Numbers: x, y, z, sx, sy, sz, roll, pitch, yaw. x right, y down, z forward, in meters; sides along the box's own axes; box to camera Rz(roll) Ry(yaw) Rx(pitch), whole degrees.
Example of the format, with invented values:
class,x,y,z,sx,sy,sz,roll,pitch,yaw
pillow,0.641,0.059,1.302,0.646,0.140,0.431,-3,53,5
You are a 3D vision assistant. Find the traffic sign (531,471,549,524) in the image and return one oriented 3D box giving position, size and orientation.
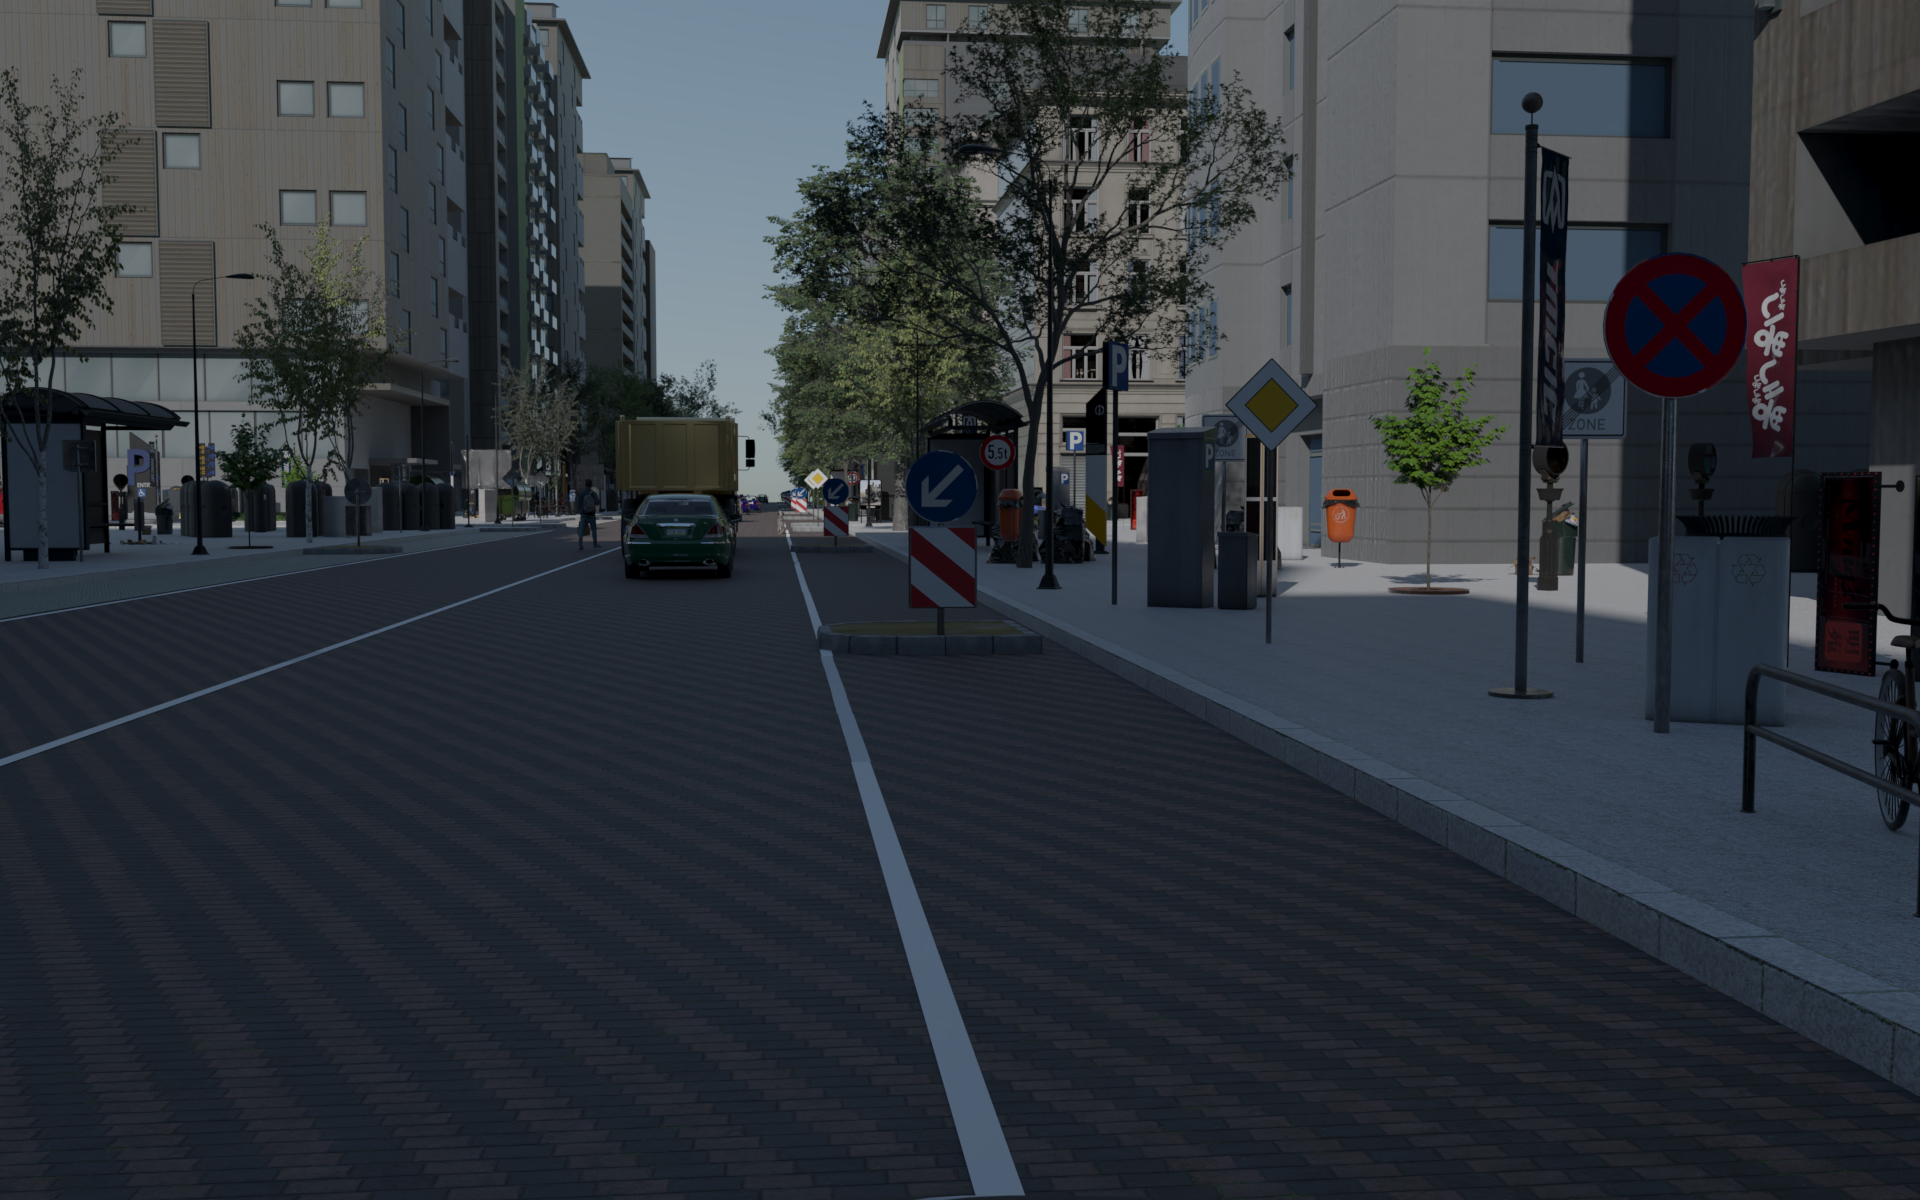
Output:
class,x,y,z,sx,sy,sz,roll,pitch,yaw
traffic sign,-18.037,-4.331,74.449,0.795,2.450,0.064,0,4,-6

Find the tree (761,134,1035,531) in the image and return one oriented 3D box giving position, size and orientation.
class,x,y,z,sx,sy,sz,roll,pitch,yaw
tree,-2.150,-9.389,60.163,9.857,13.997,8.962,0,3,0

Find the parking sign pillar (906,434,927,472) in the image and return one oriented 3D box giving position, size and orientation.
class,x,y,z,sx,sy,sz,roll,pitch,yaw
parking sign pillar,-1.583,-4.801,66.965,1.447,3.967,1.447,1,4,15

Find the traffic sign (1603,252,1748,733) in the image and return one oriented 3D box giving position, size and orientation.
class,x,y,z,sx,sy,sz,roll,pitch,yaw
traffic sign,3.776,-0.559,9.243,0.768,2.556,0.104,0,4,-1

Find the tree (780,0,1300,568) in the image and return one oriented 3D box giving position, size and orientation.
class,x,y,z,sx,sy,sz,roll,pitch,yaw
tree,1.165,-5.815,29.487,8.767,10.594,7.601,-1,4,-11

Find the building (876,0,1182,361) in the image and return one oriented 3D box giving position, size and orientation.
class,x,y,z,sx,sy,sz,roll,pitch,yaw
building,6.410,-36.252,181.966,28.713,52.752,27.495,0,4,-6

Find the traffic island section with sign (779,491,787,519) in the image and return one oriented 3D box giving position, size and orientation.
class,x,y,z,sx,sy,sz,roll,pitch,yaw
traffic island section with sign,-9.157,-5.496,98.486,1.989,1.847,2.006,0,4,-6

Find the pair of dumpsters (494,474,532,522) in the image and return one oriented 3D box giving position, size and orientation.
class,x,y,z,sx,sy,sz,roll,pitch,yaw
pair of dumpsters,-21.443,-4.886,82.384,1.574,2.255,4.437,0,4,-6

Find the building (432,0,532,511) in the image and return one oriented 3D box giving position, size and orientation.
class,x,y,z,sx,sy,sz,roll,pitch,yaw
building,-41.020,-27.419,131.895,14.154,41.232,14.086,0,4,-6

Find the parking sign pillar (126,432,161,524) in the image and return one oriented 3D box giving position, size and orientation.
class,x,y,z,sx,sy,sz,roll,pitch,yaw
parking sign pillar,-35.275,-5.283,74.845,1.447,3.967,1.447,0,4,6

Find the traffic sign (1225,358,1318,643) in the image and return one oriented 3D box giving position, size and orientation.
class,x,y,z,sx,sy,sz,roll,pitch,yaw
traffic sign,2.652,-0.835,14.831,0.795,2.450,0.064,0,4,-4

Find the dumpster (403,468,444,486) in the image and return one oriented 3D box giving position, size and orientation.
class,x,y,z,sx,sy,sz,roll,pitch,yaw
dumpster,-20.082,-3.813,64.842,1.502,2.255,1.985,0,4,-6

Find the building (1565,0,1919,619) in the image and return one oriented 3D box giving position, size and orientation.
class,x,y,z,sx,sy,sz,roll,pitch,yaw
building,15.270,-14.894,15.225,14.160,30.474,14.107,0,4,-6

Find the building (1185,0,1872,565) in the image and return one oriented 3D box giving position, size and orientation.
class,x,y,z,sx,sy,sz,roll,pitch,yaw
building,16.763,-30.749,44.753,21.231,58.520,28.212,0,4,-6

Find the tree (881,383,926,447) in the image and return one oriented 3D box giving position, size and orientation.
class,x,y,z,sx,sy,sz,roll,pitch,yaw
tree,-3.300,-9.582,107.028,4.360,8.622,3.978,0,3,0

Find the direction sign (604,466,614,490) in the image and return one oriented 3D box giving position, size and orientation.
class,x,y,z,sx,sy,sz,roll,pitch,yaw
direction sign,-28.147,-8.979,138.807,0.876,3.537,0.379,-1,4,-14

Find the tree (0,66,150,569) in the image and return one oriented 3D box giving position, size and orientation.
class,x,y,z,sx,sy,sz,roll,pitch,yaw
tree,-15.975,-4.844,29.570,4.360,8.622,3.978,0,3,0

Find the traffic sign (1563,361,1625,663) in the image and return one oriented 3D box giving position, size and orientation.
class,x,y,z,sx,sy,sz,roll,pitch,yaw
traffic sign,4.718,-0.672,13.119,0.606,2.300,0.079,0,4,-2

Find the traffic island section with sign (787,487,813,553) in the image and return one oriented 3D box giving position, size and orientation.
class,x,y,z,sx,sy,sz,roll,pitch,yaw
traffic island section with sign,-3.231,-2.115,43.211,1.989,1.847,2.006,0,4,-6

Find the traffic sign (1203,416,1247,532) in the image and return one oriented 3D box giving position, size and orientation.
class,x,y,z,sx,sy,sz,roll,pitch,yaw
traffic sign,3.395,-1.234,22.298,0.606,2.300,0.079,0,4,-6

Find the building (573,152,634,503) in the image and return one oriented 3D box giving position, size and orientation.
class,x,y,z,sx,sy,sz,roll,pitch,yaw
building,-58.315,-38.182,247.984,21.300,48.544,21.600,0,4,-6

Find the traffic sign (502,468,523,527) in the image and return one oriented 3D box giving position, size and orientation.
class,x,y,z,sx,sy,sz,roll,pitch,yaw
traffic sign,-17.185,-3.845,66.510,0.795,2.450,0.064,0,4,-6

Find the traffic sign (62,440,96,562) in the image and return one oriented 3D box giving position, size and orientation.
class,x,y,z,sx,sy,sz,roll,pitch,yaw
traffic sign,-16.611,-1.869,32.683,0.606,2.300,0.079,0,4,-3

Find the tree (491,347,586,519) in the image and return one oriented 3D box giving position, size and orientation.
class,x,y,z,sx,sy,sz,roll,pitch,yaw
tree,-21.930,-8.416,87.970,4.360,8.622,3.978,0,3,0

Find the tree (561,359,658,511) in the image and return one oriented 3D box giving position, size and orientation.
class,x,y,z,sx,sy,sz,roll,pitch,yaw
tree,-26.830,-12.752,134.250,9.928,11.665,9.643,0,3,0

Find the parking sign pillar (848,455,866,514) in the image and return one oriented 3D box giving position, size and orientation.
class,x,y,z,sx,sy,sz,roll,pitch,yaw
parking sign pillar,-6.672,-7.475,110.687,1.447,3.967,1.447,3,5,44

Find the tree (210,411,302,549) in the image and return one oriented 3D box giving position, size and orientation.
class,x,y,z,sx,sy,sz,roll,pitch,yaw
tree,-16.860,-2.826,40.811,1.663,3.219,1.824,0,3,0

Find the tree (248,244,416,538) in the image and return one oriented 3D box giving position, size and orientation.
class,x,y,z,sx,sy,sz,roll,pitch,yaw
tree,-18.024,-6.103,50.145,4.360,8.622,3.978,0,3,0

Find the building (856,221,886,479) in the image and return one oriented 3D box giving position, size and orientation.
class,x,y,z,sx,sy,sz,roll,pitch,yaw
building,-8.465,-35.139,258.120,14.154,41.232,14.086,0,4,-6

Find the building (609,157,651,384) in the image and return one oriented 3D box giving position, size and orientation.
class,x,y,z,sx,sy,sz,roll,pitch,yaw
building,-63.774,-41.803,272.720,28.713,52.752,27.495,0,4,-6

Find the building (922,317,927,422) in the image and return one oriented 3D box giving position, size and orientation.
class,x,y,z,sx,sy,sz,roll,pitch,yaw
building,2.072,-16.971,142.107,10.561,19.102,19.286,0,4,-6

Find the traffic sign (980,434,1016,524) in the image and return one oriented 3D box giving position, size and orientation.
class,x,y,z,sx,sy,sz,roll,pitch,yaw
traffic sign,0.804,-2.258,37.022,0.768,2.556,0.104,0,4,1

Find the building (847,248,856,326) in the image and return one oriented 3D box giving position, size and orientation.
class,x,y,z,sx,sy,sz,roll,pitch,yaw
building,-7.903,-41.352,295.709,23.786,49.044,30.456,0,4,-6

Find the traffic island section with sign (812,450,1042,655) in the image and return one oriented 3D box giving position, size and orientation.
class,x,y,z,sx,sy,sz,roll,pitch,yaw
traffic island section with sign,-0.352,-0.476,16.410,1.989,1.847,2.006,0,4,-6

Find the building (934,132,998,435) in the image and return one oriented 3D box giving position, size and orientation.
class,x,y,z,sx,sy,sz,roll,pitch,yaw
building,5.492,-20.385,120.682,14.401,28.519,23.554,0,4,-6

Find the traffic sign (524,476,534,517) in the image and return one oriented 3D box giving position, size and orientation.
class,x,y,z,sx,sy,sz,roll,pitch,yaw
traffic sign,-23.766,-5.705,95.405,0.606,2.300,0.079,0,4,1

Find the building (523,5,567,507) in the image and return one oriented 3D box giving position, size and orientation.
class,x,y,z,sx,sy,sz,roll,pitch,yaw
building,-50.078,-33.162,161.803,23.786,49.044,30.456,0,4,-6

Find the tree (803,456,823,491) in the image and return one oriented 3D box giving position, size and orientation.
class,x,y,z,sx,sy,sz,roll,pitch,yaw
tree,-11.512,-11.897,144.870,4.360,8.622,3.978,0,3,0

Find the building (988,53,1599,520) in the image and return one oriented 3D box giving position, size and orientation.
class,x,y,z,sx,sy,sz,roll,pitch,yaw
building,17.026,-15.895,93.161,30.059,22.955,16.112,0,4,-6

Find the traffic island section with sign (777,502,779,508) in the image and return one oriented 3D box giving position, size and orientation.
class,x,y,z,sx,sy,sz,roll,pitch,yaw
traffic island section with sign,-12.028,-7.135,125.289,1.989,1.847,2.006,0,4,-6

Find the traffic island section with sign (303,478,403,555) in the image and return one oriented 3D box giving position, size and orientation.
class,x,y,z,sx,sy,sz,roll,pitch,yaw
traffic island section with sign,-14.549,-2.021,41.679,1.989,1.847,2.006,0,4,-6

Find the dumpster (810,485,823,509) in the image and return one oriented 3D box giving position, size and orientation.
class,x,y,z,sx,sy,sz,roll,pitch,yaw
dumpster,-12.151,-8.957,148.932,1.502,2.255,1.985,0,4,-6

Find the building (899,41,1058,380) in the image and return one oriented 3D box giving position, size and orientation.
class,x,y,z,sx,sy,sz,roll,pitch,yaw
building,1.270,-29.193,160.899,14.154,41.232,14.086,0,4,-6

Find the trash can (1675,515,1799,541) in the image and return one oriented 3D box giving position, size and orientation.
class,x,y,z,sx,sy,sz,roll,pitch,yaw
trash can,5.105,0.014,11.431,0.748,1.137,0.748,0,3,0

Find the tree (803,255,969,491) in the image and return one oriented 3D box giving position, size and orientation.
class,x,y,z,sx,sy,sz,roll,pitch,yaw
tree,-1.519,-6.235,52.311,4.737,8.622,4.395,0,3,0

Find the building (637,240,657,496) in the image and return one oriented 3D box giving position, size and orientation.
class,x,y,z,sx,sy,sz,roll,pitch,yaw
building,-59.016,-39.405,294.382,14.600,45.320,14.200,0,4,-6

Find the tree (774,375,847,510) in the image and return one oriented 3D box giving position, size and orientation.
class,x,y,z,sx,sy,sz,roll,pitch,yaw
tree,-10.795,-13.355,136.474,7.486,12.596,7.792,0,3,0

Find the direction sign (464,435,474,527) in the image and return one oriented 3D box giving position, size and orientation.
class,x,y,z,sx,sy,sz,roll,pitch,yaw
direction sign,-18.908,-4.561,66.575,0.379,3.537,0.876,-1,4,-13

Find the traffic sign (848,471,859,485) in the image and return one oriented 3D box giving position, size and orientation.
class,x,y,z,sx,sy,sz,roll,pitch,yaw
traffic sign,-6.038,-5.947,97.346,0.768,2.556,0.104,0,4,2

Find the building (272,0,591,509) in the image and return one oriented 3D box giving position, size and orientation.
class,x,y,z,sx,sy,sz,roll,pitch,yaw
building,-56.112,-36.786,190.682,28.713,52.752,27.495,0,4,-6

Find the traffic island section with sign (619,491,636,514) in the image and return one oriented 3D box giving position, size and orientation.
class,x,y,z,sx,sy,sz,roll,pitch,yaw
traffic island section with sign,-23.378,-7.058,124.019,1.989,1.847,2.006,0,4,-6

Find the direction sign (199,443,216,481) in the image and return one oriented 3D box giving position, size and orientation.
class,x,y,z,sx,sy,sz,roll,pitch,yaw
direction sign,-33.394,-5.192,76.879,0.876,3.537,0.379,1,4,20

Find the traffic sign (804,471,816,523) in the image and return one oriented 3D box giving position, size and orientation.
class,x,y,z,sx,sy,sz,roll,pitch,yaw
traffic sign,-6.407,-4.405,75.671,0.795,2.450,0.064,0,4,-6

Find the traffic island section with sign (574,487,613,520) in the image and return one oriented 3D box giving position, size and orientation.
class,x,y,z,sx,sy,sz,roll,pitch,yaw
traffic island section with sign,-20.452,-5.387,96.709,1.989,1.847,2.006,0,4,-6

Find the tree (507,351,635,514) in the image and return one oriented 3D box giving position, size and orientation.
class,x,y,z,sx,sy,sz,roll,pitch,yaw
tree,-24.956,-10.884,112.363,8.767,10.594,7.601,-1,4,-19

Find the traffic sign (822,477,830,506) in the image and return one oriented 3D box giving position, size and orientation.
class,x,y,z,sx,sy,sz,roll,pitch,yaw
traffic sign,-9.695,-7.686,125.776,0.768,2.556,0.104,0,4,-6

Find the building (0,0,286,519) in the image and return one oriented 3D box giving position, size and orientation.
class,x,y,z,sx,sy,sz,roll,pitch,yaw
building,-43.801,-31.130,98.215,28.713,52.752,27.495,0,4,-6

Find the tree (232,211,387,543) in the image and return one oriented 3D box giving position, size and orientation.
class,x,y,z,sx,sy,sz,roll,pitch,yaw
tree,-17.195,-5.822,45.546,4.737,8.622,4.395,0,3,0

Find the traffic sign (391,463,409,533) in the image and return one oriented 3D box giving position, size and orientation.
class,x,y,z,sx,sy,sz,roll,pitch,yaw
traffic sign,-18.544,-3.380,57.388,0.606,2.300,0.079,0,4,-2
